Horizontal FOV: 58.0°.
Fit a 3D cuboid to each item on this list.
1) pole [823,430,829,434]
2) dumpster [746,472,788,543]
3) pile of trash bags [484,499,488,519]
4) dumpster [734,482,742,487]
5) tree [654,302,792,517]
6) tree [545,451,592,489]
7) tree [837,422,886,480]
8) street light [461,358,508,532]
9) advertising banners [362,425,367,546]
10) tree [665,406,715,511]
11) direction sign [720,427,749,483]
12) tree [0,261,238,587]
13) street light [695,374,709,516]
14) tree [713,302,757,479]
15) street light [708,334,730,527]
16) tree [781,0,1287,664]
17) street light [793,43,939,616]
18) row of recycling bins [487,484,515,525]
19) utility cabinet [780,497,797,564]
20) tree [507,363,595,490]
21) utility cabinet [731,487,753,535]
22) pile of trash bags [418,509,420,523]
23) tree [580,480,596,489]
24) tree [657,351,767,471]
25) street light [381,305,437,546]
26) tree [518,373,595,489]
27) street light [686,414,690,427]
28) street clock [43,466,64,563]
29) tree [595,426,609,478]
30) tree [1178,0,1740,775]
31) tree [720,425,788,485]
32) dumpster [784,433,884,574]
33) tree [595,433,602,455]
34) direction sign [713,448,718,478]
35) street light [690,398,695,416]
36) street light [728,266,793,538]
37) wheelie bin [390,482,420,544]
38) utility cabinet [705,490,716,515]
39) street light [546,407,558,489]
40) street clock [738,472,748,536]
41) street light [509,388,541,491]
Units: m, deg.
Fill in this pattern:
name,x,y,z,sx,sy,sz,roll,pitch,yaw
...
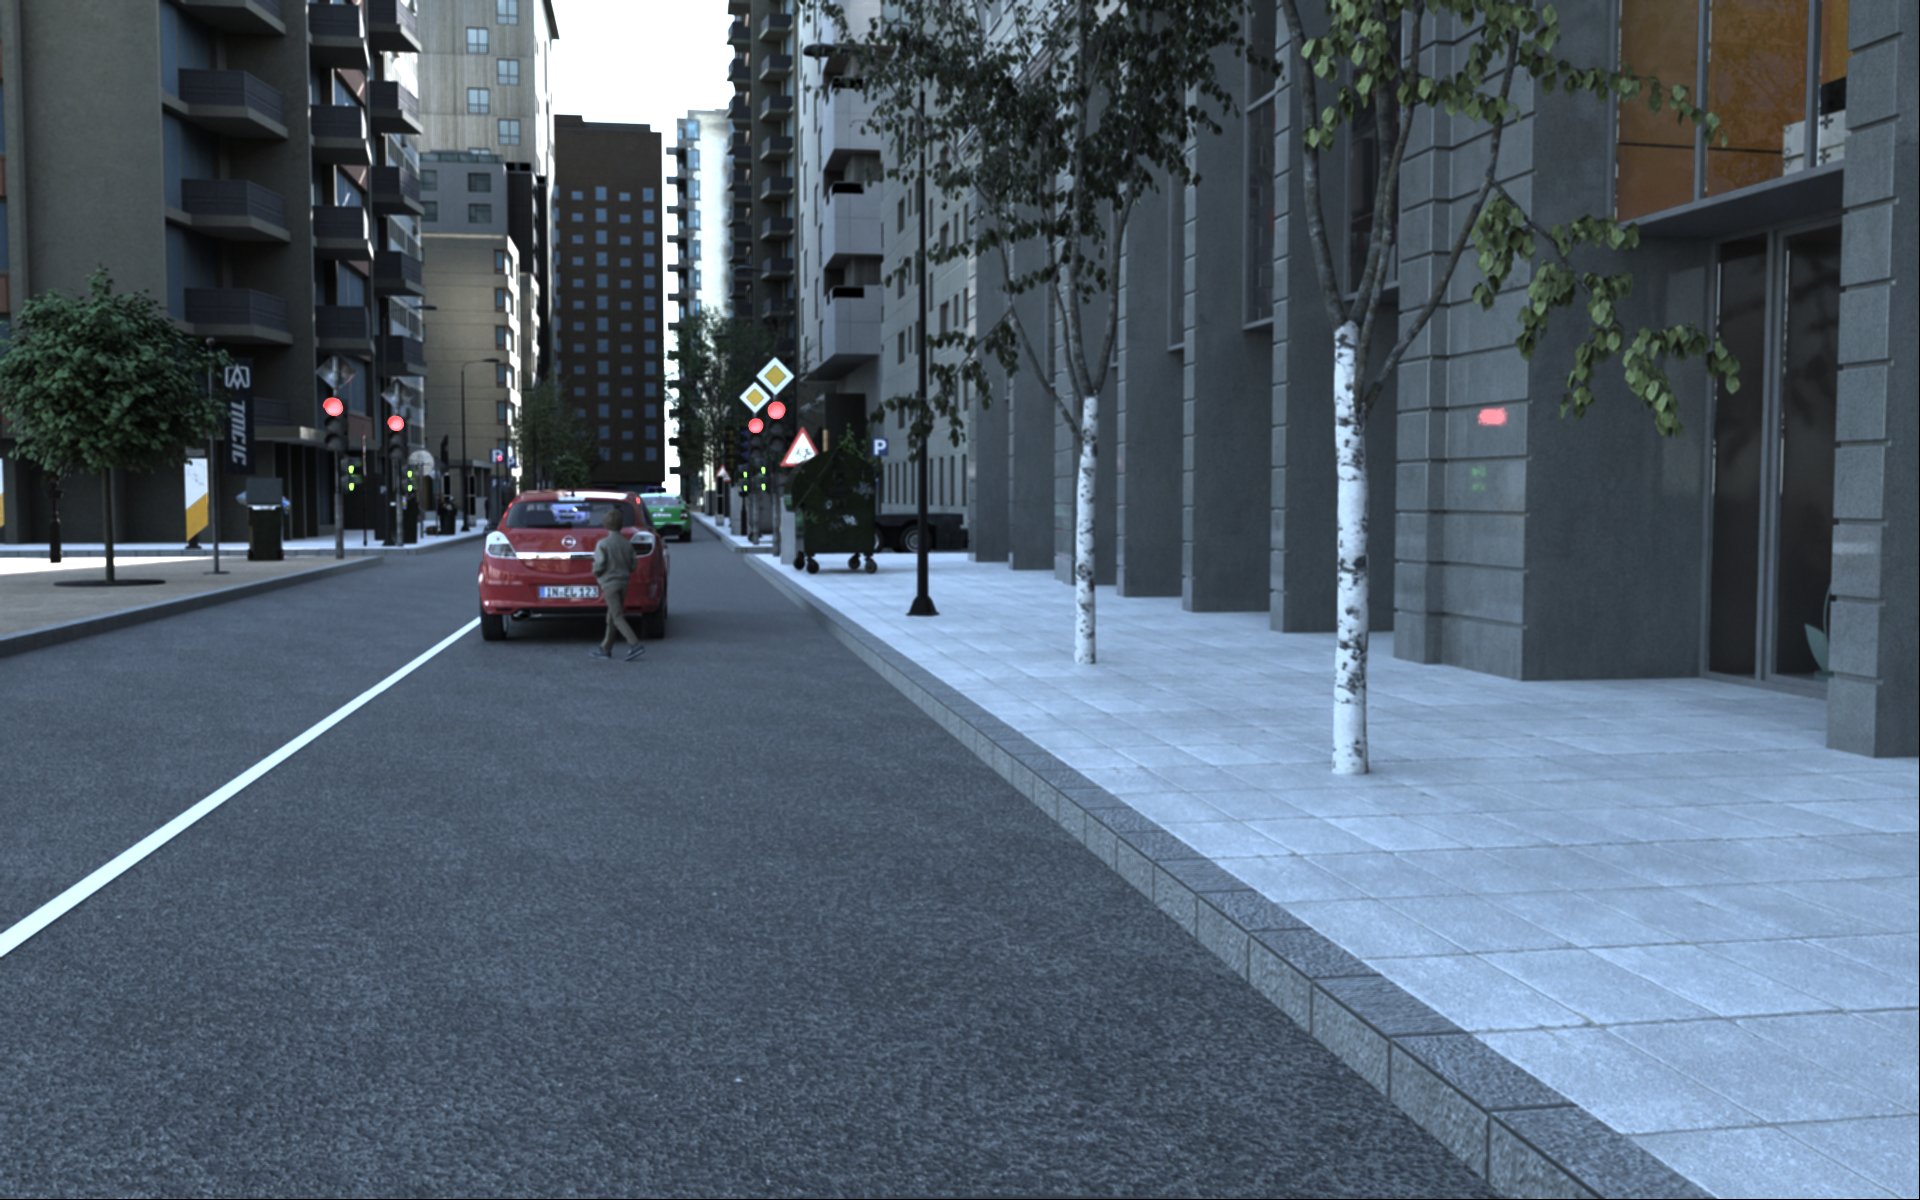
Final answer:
name,x,y,z,sx,sy,sz,roll,pitch,yaw
pole,-4.240,-3.738,54.956,0.158,3.312,0.155,0,3,0
dumpster,-5.012,-2.465,46.063,1.264,1.857,1.865,-1,4,-10
pile of trash bags,-23.167,-4.781,87.921,1.912,1.369,3.447,-2,4,-23
dumpster,-6.738,-3.102,56.472,1.264,1.857,1.865,-1,4,-10
tree,-13.064,-10.376,95.401,9.928,11.665,9.643,0,3,0
tree,-28.282,-8.632,124.846,4.285,4.588,4.351,0,3,0
tree,-3.069,-3.197,46.865,1.663,3.219,1.824,0,3,0
street light,-16.448,-5.310,59.364,1.470,5.913,1.316,-1,4,-10
advertising banners,-14.868,-2.877,43.226,0.090,3.025,2.074,-1,4,-18
tree,-20.042,-11.098,131.813,4.737,8.622,4.395,0,3,0
direction sign,-7.530,-4.072,58.571,0.876,3.537,0.379,-2,4,-31
tree,-12.202,-2.501,24.599,4.285,4.588,4.351,0,3,0
street light,-9.395,-5.793,67.256,1.470,5.913,1.316,-1,4,-10
tree,-7.202,-6.913,63.390,4.360,8.622,3.978,0,3,0
street light,-6.497,-4.773,50.577,1.470,5.913,1.316,-1,4,-10
tree,0.862,-3.838,13.112,4.360,8.622,3.978,0,3,0
street light,-0.929,-2.787,18.113,1.470,5.913,1.316,-1,4,-10
row of recycling bins,-19.244,-4.004,72.574,1.069,1.692,3.534,-1,4,-10
utility cabinet,-3.163,-1.281,32.101,0.306,1.237,1.020,0,4,-5
tree,-23.675,-9.045,98.250,4.737,8.622,4.395,0,3,0
utility cabinet,-6.578,-2.784,54.193,1.173,1.500,0.318,-2,4,-31
pile of trash bags,-26.001,-4.159,77.745,3.447,1.369,1.912,-1,4,-20
tree,-39.760,-11.710,186.064,1.663,3.219,1.824,0,3,0
tree,-15.550,-10.736,109.939,7.601,10.594,8.767,0,4,4
street light,-13.523,-4.282,42.556,1.470,5.913,1.316,-1,4,-10
tree,-24.718,-9.436,104.642,4.360,8.622,3.978,0,3,0
street light,-15.100,-7.848,100.848,1.470,5.913,1.316,-1,4,-10
street clock,-16.876,-1.694,32.270,0.358,2.002,0.471,-2,4,-26
tree,-37.308,-13.645,173.459,4.360,8.622,3.978,0,3,0
tree,1.831,-3.494,7.493,4.737,8.622,4.395,0,3,0
tree,-9.167,-5.707,77.017,4.285,4.588,4.351,0,3,0
dumpster,-2.092,-1.594,28.556,1.502,2.255,1.985,-1,4,-10
tree,-30.556,-11.380,136.430,4.737,8.622,4.395,0,3,0
direction sign,-11.953,-5.756,86.111,0.379,3.537,0.876,2,4,34
street light,-12.180,-6.805,83.808,1.470,5.913,1.316,-1,4,-10
street light,-3.918,-3.852,35.528,1.470,5.913,1.316,-1,4,-10
wheelie bin,-14.396,-2.260,44.852,0.693,1.594,0.980,-3,4,-37
utility cabinet,-14.887,-5.783,103.227,0.318,1.500,1.173,1,4,13
street light,-22.145,-7.334,92.458,1.470,5.913,1.316,-1,4,-10
street clock,-6.649,-2.979,53.270,0.358,2.002,0.471,0,4,-7
street light,-19.319,-6.322,75.913,1.470,5.913,1.316,-1,4,-10
